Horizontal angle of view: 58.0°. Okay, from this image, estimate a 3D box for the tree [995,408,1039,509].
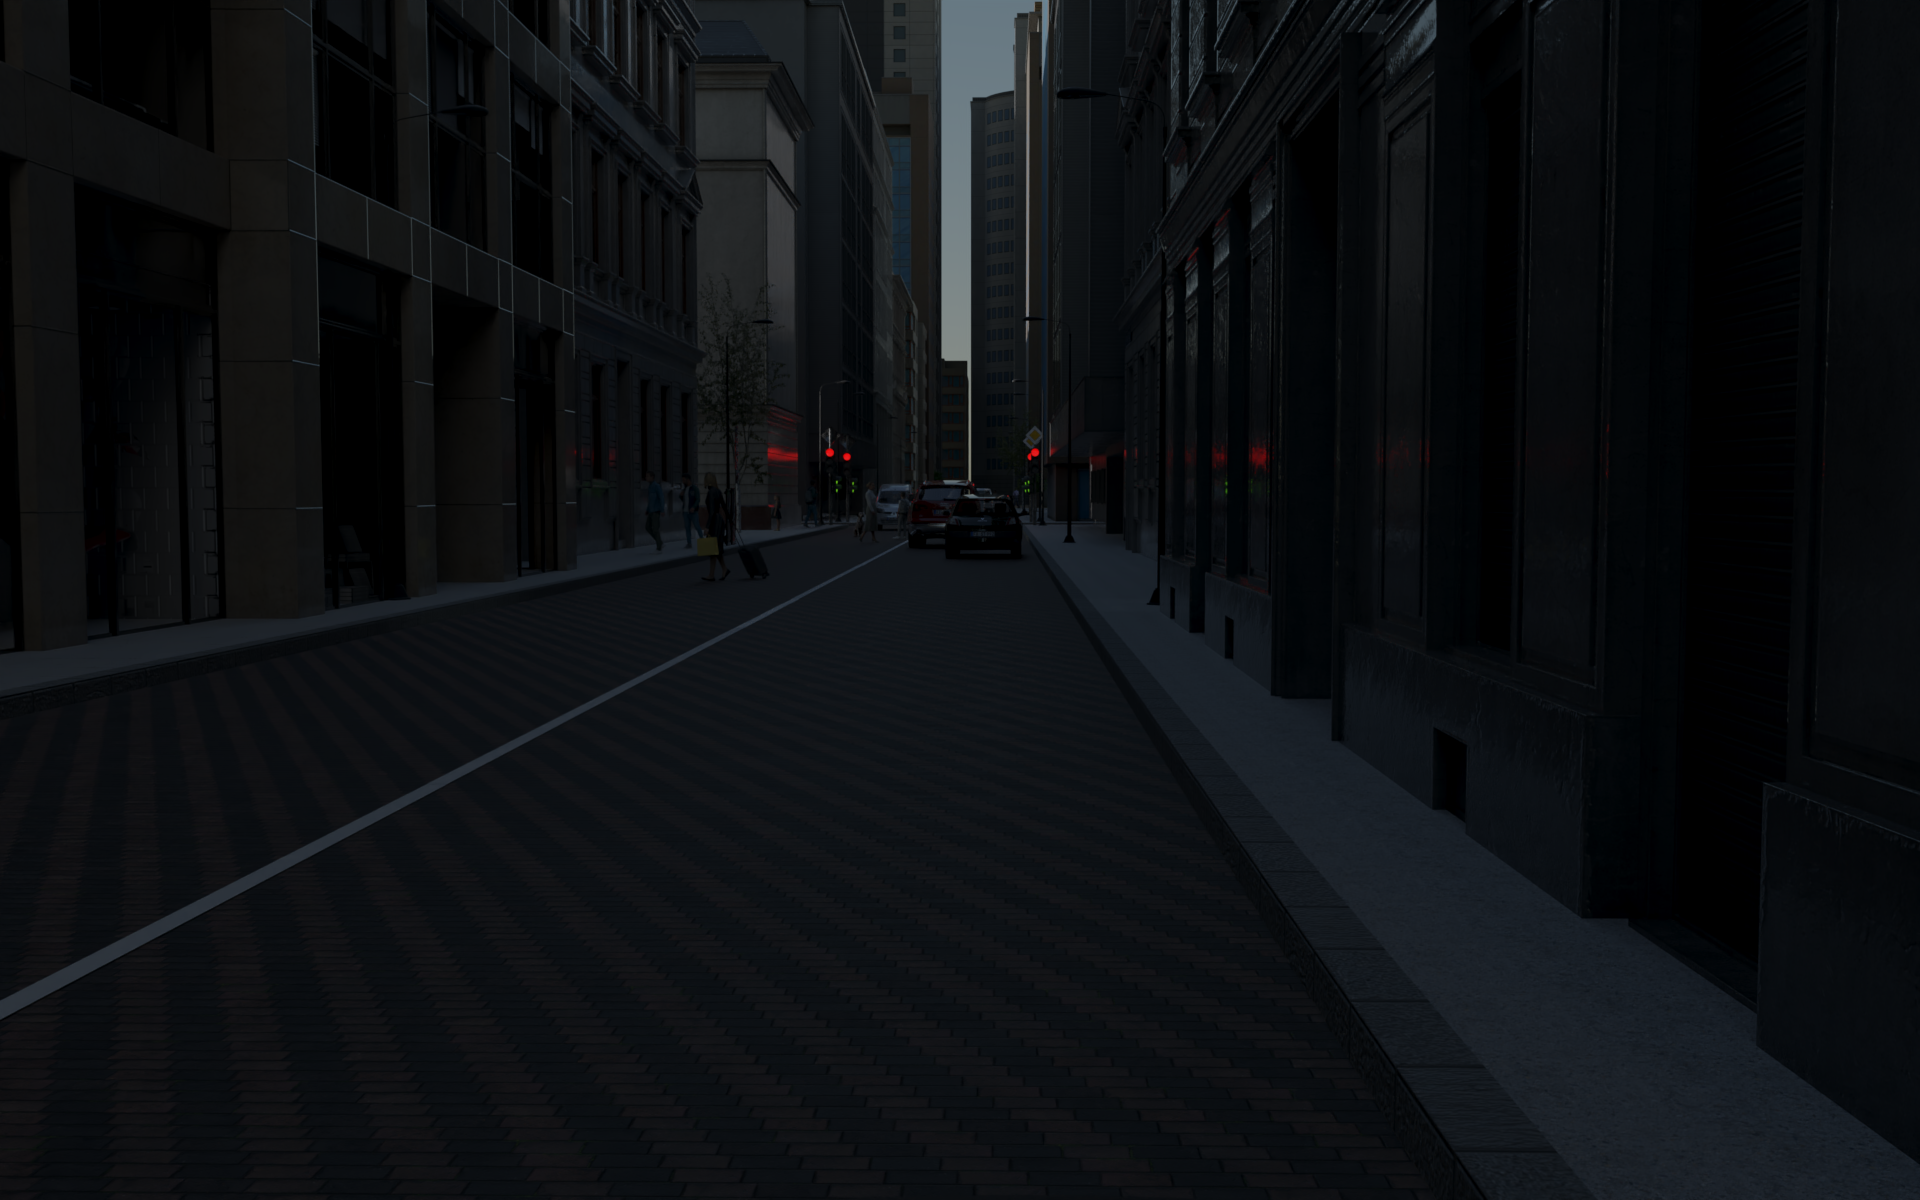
[{"bbox_3d":[4.991,-11.863,144.315,4.737,8.622,4.395,0,3,0],"label":"tree"}]

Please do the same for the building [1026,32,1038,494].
[{"bbox_3d":[13.372,-31.547,165.912,14.600,45.320,14.200,0,4,1],"label":"building"}]

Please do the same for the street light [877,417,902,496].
[{"bbox_3d":[-4.417,-8.043,104.044,1.470,5.913,1.316,0,4,1],"label":"street light"}]

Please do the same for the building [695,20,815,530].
[{"bbox_3d":[-15.677,-12.315,65.982,19.286,19.102,10.561,0,4,1],"label":"building"}]

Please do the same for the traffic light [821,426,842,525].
[{"bbox_3d":[-5.304,-5.038,71.286,0.839,4.253,0.868,0,4,1],"label":"traffic light"}]

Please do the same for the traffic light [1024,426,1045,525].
[{"bbox_3d":[3.055,-5.027,71.117,0.839,4.253,0.868,0,4,1],"label":"traffic light"}]

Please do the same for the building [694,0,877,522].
[{"bbox_3d":[-12.340,-18.227,91.522,14.314,27.812,24.014,0,4,1],"label":"building"}]

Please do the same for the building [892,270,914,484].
[{"bbox_3d":[-10.137,-18.829,144.011,11.583,22.565,21.152,0,4,1],"label":"building"}]

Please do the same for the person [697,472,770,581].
[{"bbox_3d":[-3.805,-1.232,28.864,1.509,1.804,0.699,-3,5,-45],"label":"person"}]

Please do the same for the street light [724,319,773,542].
[{"bbox_3d":[-5.654,-4.503,46.161,1.470,5.913,1.316,0,4,1],"label":"street light"}]

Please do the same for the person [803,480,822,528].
[{"bbox_3d":[-5.593,-3.639,65.530,0.713,1.824,0.794,-1,4,-12],"label":"person"}]

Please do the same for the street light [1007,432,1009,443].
[{"bbox_3d":[3.668,-8.063,104.376,1.470,5.913,1.316,0,4,1],"label":"street light"}]

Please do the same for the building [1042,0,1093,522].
[{"bbox_3d":[11.279,-26.620,85.351,14.200,45.320,14.600,0,4,1],"label":"building"}]

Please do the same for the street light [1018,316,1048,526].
[{"bbox_3d":[2.333,-4.456,45.402,1.470,5.913,1.316,0,4,1],"label":"street light"}]

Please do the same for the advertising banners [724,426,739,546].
[{"bbox_3d":[-5.748,-2.908,43.731,0.090,3.025,2.074,0,4,2],"label":"advertising banners"}]

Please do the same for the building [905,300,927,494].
[{"bbox_3d":[-17.667,-19.842,169.448,27.650,21.520,28.899,0,4,1],"label":"building"}]

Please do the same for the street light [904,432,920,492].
[{"bbox_3d":[-3.852,-9.561,128.865,1.470,5.913,1.316,0,4,1],"label":"street light"}]

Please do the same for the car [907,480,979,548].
[{"bbox_3d":[-0.316,-2.385,47.663,2.281,1.827,5.304,0,4,2],"label":"car"}]

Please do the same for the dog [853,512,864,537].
[{"bbox_3d":[-3.329,-2.539,58.356,0.513,0.831,0.800,1,4,21],"label":"dog"}]

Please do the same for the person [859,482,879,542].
[{"bbox_3d":[-2.695,-2.603,51.284,0.641,1.798,0.478,2,4,26],"label":"person"}]

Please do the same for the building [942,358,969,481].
[{"bbox_3d":[-13.360,-24.887,251.947,28.899,21.520,27.650,0,4,1],"label":"building"}]

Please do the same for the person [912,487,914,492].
[{"bbox_3d":[-3.898,-8.336,142.149,0.447,1.846,0.655,-1,4,-20],"label":"person"}]

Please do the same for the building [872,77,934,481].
[{"bbox_3d":[-10.049,-33.058,190.615,14.600,45.320,14.200,0,4,1],"label":"building"}]

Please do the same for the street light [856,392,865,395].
[{"bbox_3d":[-5.030,-6.525,79.224,1.470,5.913,1.316,0,4,1],"label":"street light"}]

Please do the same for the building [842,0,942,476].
[{"bbox_3d":[-12.884,-47.792,219.644,20.611,71.187,20.563,0,4,1],"label":"building"}]

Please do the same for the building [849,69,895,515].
[{"bbox_3d":[-10.888,-20.849,118.372,11.434,29.767,29.804,0,4,1],"label":"building"}]

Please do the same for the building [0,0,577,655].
[{"bbox_3d":[-16.514,-12.692,12.026,19.350,26.468,34.151,0,4,1],"label":"building"}]

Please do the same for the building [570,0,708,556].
[{"bbox_3d":[-12.793,-12.447,39.668,11.583,22.565,21.152,0,4,1],"label":"building"}]

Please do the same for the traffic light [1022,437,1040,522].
[{"bbox_3d":[3.233,-5.516,79.100,0.839,4.253,0.868,0,4,1],"label":"traffic light"}]

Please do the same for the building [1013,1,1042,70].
[{"bbox_3d":[17.162,-41.168,215.088,21.231,58.520,28.212,0,4,1],"label":"building"}]

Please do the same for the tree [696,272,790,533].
[{"bbox_3d":[-7.429,-6.517,56.922,4.360,8.622,3.978,0,3,0],"label":"tree"}]

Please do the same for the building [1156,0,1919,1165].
[{"bbox_3d":[6.667,-9.793,9.269,9.793,20.994,18.267,0,4,1],"label":"building"}]

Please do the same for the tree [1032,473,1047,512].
[{"bbox_3d":[5.490,-8.058,126.349,1.663,3.219,1.824,0,3,0],"label":"tree"}]

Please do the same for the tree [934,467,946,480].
[{"bbox_3d":[-3.326,-13.375,202.397,4.285,4.588,4.351,0,3,0],"label":"tree"}]

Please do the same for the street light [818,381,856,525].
[{"bbox_3d":[-5.179,-6.029,71.122,1.470,5.913,1.316,0,4,1],"label":"street light"}]

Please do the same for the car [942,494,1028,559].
[{"bbox_3d":[0.569,-1.839,39.858,2.009,1.686,4.222,0,4,2],"label":"car"}]

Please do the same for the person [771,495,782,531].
[{"bbox_3d":[-6.378,-3.022,60.128,0.373,1.253,0.362,1,4,8],"label":"person"}]

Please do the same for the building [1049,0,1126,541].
[{"bbox_3d":[10.440,-14.447,55.273,14.314,24.678,30.058,0,4,1],"label":"building"}]

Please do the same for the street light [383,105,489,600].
[{"bbox_3d":[-6.327,-2.955,20.856,1.470,5.913,1.316,0,4,1],"label":"street light"}]

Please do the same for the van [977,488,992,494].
[{"bbox_3d":[1.685,-7.582,130.974,2.013,2.044,4.112,0,4,0],"label":"van"}]

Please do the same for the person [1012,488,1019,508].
[{"bbox_3d":[5.186,-9.479,160.893,0.709,1.838,0.599,-1,4,-9],"label":"person"}]

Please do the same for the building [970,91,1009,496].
[{"bbox_3d":[15.615,-43.177,247.938,28.212,58.520,21.231,0,4,1],"label":"building"}]

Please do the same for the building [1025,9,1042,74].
[{"bbox_3d":[21.579,-36.580,187.316,28.713,52.752,27.495,0,4,1],"label":"building"}]

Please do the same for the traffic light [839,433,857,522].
[{"bbox_3d":[-5.127,-5.526,79.270,0.839,4.253,0.868,0,4,1],"label":"traffic light"}]

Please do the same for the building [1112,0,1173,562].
[{"bbox_3d":[8.633,-11.844,29.813,11.583,22.565,21.152,0,4,1],"label":"building"}]

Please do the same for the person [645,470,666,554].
[{"bbox_3d":[-6.473,-1.865,36.871,0.444,1.785,0.601,-1,4,-22],"label":"person"}]

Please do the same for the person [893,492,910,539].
[{"bbox_3d":[-1.854,-2.716,55.507,0.523,1.515,0.503,2,4,28],"label":"person"}]

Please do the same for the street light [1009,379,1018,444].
[{"bbox_3d":[2.822,-5.975,70.225,1.470,5.913,1.316,0,4,1],"label":"street light"}]

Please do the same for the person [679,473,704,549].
[{"bbox_3d":[-6.328,-2.098,40.689,0.623,1.781,0.721,2,4,24],"label":"person"}]

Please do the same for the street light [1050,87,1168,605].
[{"bbox_3d":[1.802,-2.899,19.935,1.470,5.913,1.316,0,4,1],"label":"street light"}]

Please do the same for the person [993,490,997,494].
[{"bbox_3d":[3.444,-9.971,171.543,1.348,1.823,0.705,3,5,40],"label":"person"}]

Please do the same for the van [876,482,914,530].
[{"bbox_3d":[-2.588,-3.827,69.579,2.013,2.044,4.112,0,4,0],"label":"van"}]
